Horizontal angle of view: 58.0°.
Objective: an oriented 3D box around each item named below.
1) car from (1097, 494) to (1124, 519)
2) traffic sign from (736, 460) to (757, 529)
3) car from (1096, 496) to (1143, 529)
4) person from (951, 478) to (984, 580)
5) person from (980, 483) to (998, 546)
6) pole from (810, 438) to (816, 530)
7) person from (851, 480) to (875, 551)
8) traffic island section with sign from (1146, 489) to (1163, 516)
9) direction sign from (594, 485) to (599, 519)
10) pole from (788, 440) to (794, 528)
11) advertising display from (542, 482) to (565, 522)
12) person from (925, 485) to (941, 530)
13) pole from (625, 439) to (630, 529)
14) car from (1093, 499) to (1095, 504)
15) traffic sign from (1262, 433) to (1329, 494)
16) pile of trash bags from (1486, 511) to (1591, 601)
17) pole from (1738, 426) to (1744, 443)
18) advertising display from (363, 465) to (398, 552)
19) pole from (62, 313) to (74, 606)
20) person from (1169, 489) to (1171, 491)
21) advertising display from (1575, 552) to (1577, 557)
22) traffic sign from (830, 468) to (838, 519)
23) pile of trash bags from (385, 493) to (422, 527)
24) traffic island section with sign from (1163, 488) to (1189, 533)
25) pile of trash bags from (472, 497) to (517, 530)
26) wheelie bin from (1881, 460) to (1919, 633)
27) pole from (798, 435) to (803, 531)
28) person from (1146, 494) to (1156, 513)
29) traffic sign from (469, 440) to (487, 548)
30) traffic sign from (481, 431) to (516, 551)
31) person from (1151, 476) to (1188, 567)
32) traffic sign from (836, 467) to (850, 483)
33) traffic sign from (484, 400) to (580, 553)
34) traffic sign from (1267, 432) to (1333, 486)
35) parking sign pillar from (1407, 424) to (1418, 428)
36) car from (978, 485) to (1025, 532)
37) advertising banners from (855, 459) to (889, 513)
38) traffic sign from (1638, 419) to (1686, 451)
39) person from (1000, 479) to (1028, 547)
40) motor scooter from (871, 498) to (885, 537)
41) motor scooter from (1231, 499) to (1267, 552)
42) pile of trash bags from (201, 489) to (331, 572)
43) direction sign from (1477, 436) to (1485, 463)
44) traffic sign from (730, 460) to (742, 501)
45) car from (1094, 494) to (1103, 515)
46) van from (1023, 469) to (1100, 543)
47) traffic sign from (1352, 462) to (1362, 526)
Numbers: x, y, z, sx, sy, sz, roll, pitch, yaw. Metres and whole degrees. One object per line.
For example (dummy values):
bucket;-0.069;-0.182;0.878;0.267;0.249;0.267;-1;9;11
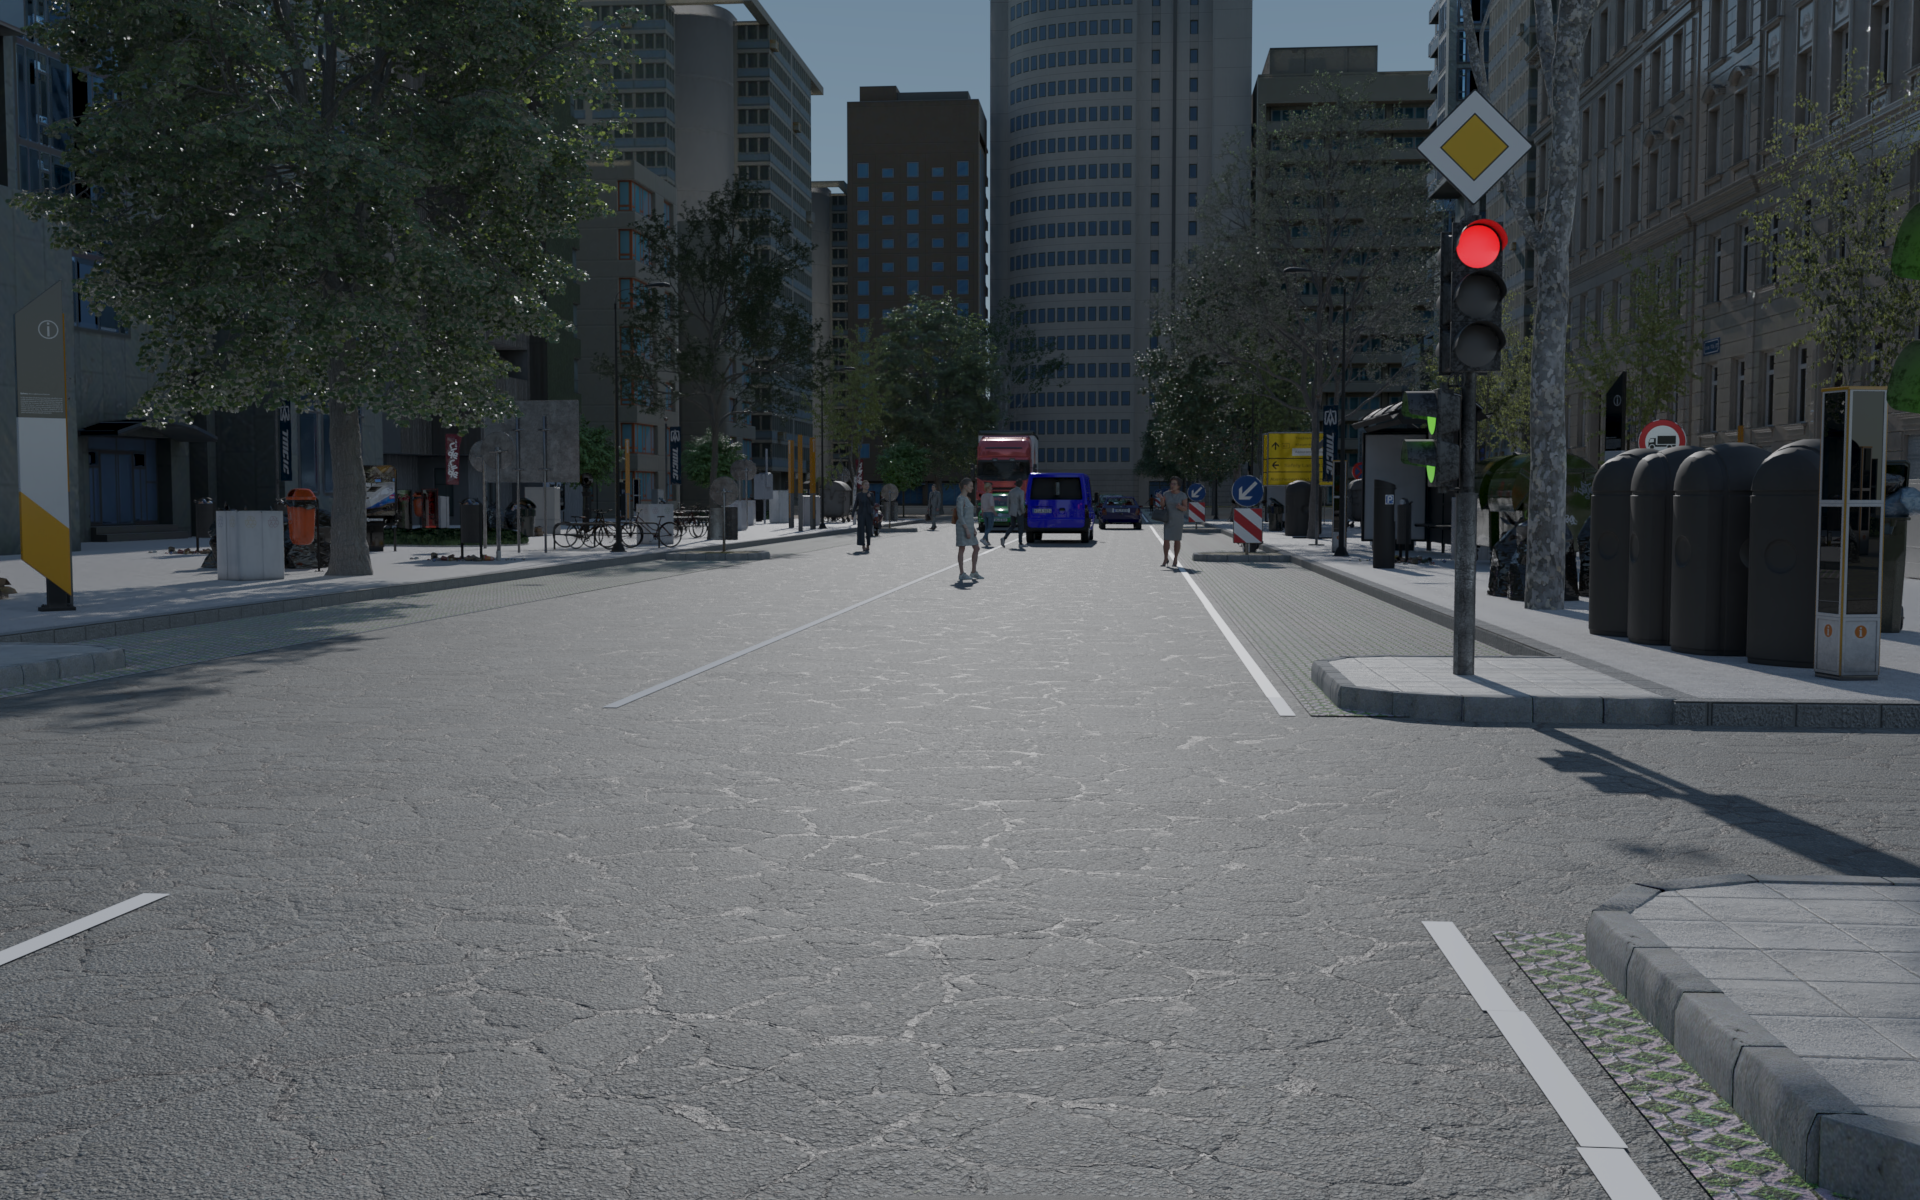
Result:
car;8.893;-5.459;101.047;2.131;1.459;4.920;0;4;5
traffic sign;-7.905;-3.915;64.114;0.768;2.556;0.104;0;4;7
car;6.614;-3.616;71.696;1.945;1.354;3.894;0;4;4
person;0.098;-1.194;29.033;0.522;1.701;0.512;1;4;19
person;0.760;-2.375;47.996;0.731;1.740;0.598;3;5;40
pole;-5.324;-4.206;62.609;0.158;3.312;0.155;0;3;0
person;-2.418;-2.120;43.588;0.576;1.772;0.534;-2;4;-24
traffic island section with sign;13.410;-6.428;113.729;1.989;1.847;2.006;0;4;5
direction sign;-18.852;-5.991;89.948;0.379;3.537;0.876;0;4;1
pole;-6.378;-4.379;65.433;0.158;3.312;0.155;0;3;0
advertising display;-17.330;-4.198;73.850;0.974;1.923;0.123;0;4;7
person;-1.086;-3.726;69.528;0.694;1.812;0.767;3;4;38
pole;-12.306;-4.298;64.117;0.158;3.312;0.155;0;3;0
car;13.128;-9.057;158.301;2.015;1.641;3.980;0;4;5
traffic sign;11.253;-3.920;57.973;2.265;3.308;0.079;0;4;8
pile of trash bags;8.255;-0.698;21.159;3.447;1.369;1.912;1;4;15
pole;23.250;-3.535;51.641;0.158;3.312;0.155;0;3;0
advertising display;-13.039;-2.041;38.590;0.974;1.923;0.123;0;4;-7
pole;-10.188;-1.573;19.566;0.158;3.312;0.155;0;3;0
person;12.913;-5.968;106.632;0.990;1.755;0.434;3;4;38
advertising display;12.408;-1.836;35.226;0.974;1.923;0.123;-2;4;-35
traffic sign;-5.978;-5.148;84.273;0.768;2.556;0.104;1;4;14
pile of trash bags;-21.151;-3.268;63.183;3.447;1.369;1.912;-1;4;-17
traffic island section with sign;8.615;-3.391;64.071;1.989;1.847;2.006;0;4;5
pile of trash bags;-16.112;-3.179;61.724;3.447;1.369;1.912;3;4;37
wheelie bin;8.528;-0.507;16.202;0.980;1.594;0.693;2;4;25
pole;-5.487;-4.018;59.532;0.158;3.312;0.155;0;3;0
person;13.654;-6.843;123.640;1.065;1.426;0.557;-3;5;-41
traffic sign;-11.200;-2.487;40.775;0.768;2.556;0.104;1;4;9
traffic sign;-9.402;-2.149;35.242;0.768;2.556;0.104;1;4;13
person;4.109;-1.547;34.159;0.716;1.782;0.532;1;4;21
traffic sign;-5.572;-5.010;82.015;0.768;2.556;0.104;1;4;14
traffic sign;-9.330;-2.680;37.694;2.265;3.308;0.079;1;4;14
traffic sign;11.184;-3.840;56.664;2.265;3.308;0.079;0;4;7
parking sign pillar;16.928;-4.577;63.303;1.447;3.967;1.447;2;4;31
car;1.722;-3.531;66.530;1.959;1.807;4.718;0;4;6
advertising banners;-4.369;-5.480;85.784;2.074;3.025;0.090;2;4;34
traffic sign;11.937;-1.799;29.514;0.768;2.556;0.104;1;4;13
person;1.470;-2.329;46.433;0.795;1.843;0.661;-3;4;-38
motor scooter;-2.920;-2.816;58.814;0.815;1.314;1.986;0;4;5
motor scooter;6.581;-1.626;39.355;0.815;1.314;1.986;0;4;4
pile of trash bags;-11.647;-1.214;29.602;1.912;1.369;3.447;-3;4;-37
direction sign;20.222;-4.619;67.510;0.379;3.537;0.876;-1;4;-9
traffic sign;-8.171;-3.928;64.325;0.768;2.556;0.104;1;4;11
car;10.253;-6.595;119.633;2.131;1.459;4.920;0;4;7
van;3.051;-2.936;52.384;2.240;2.365;5.245;0;4;6
traffic sign;15.880;-4.184;68.508;0.768;2.556;0.104;0;4;6
